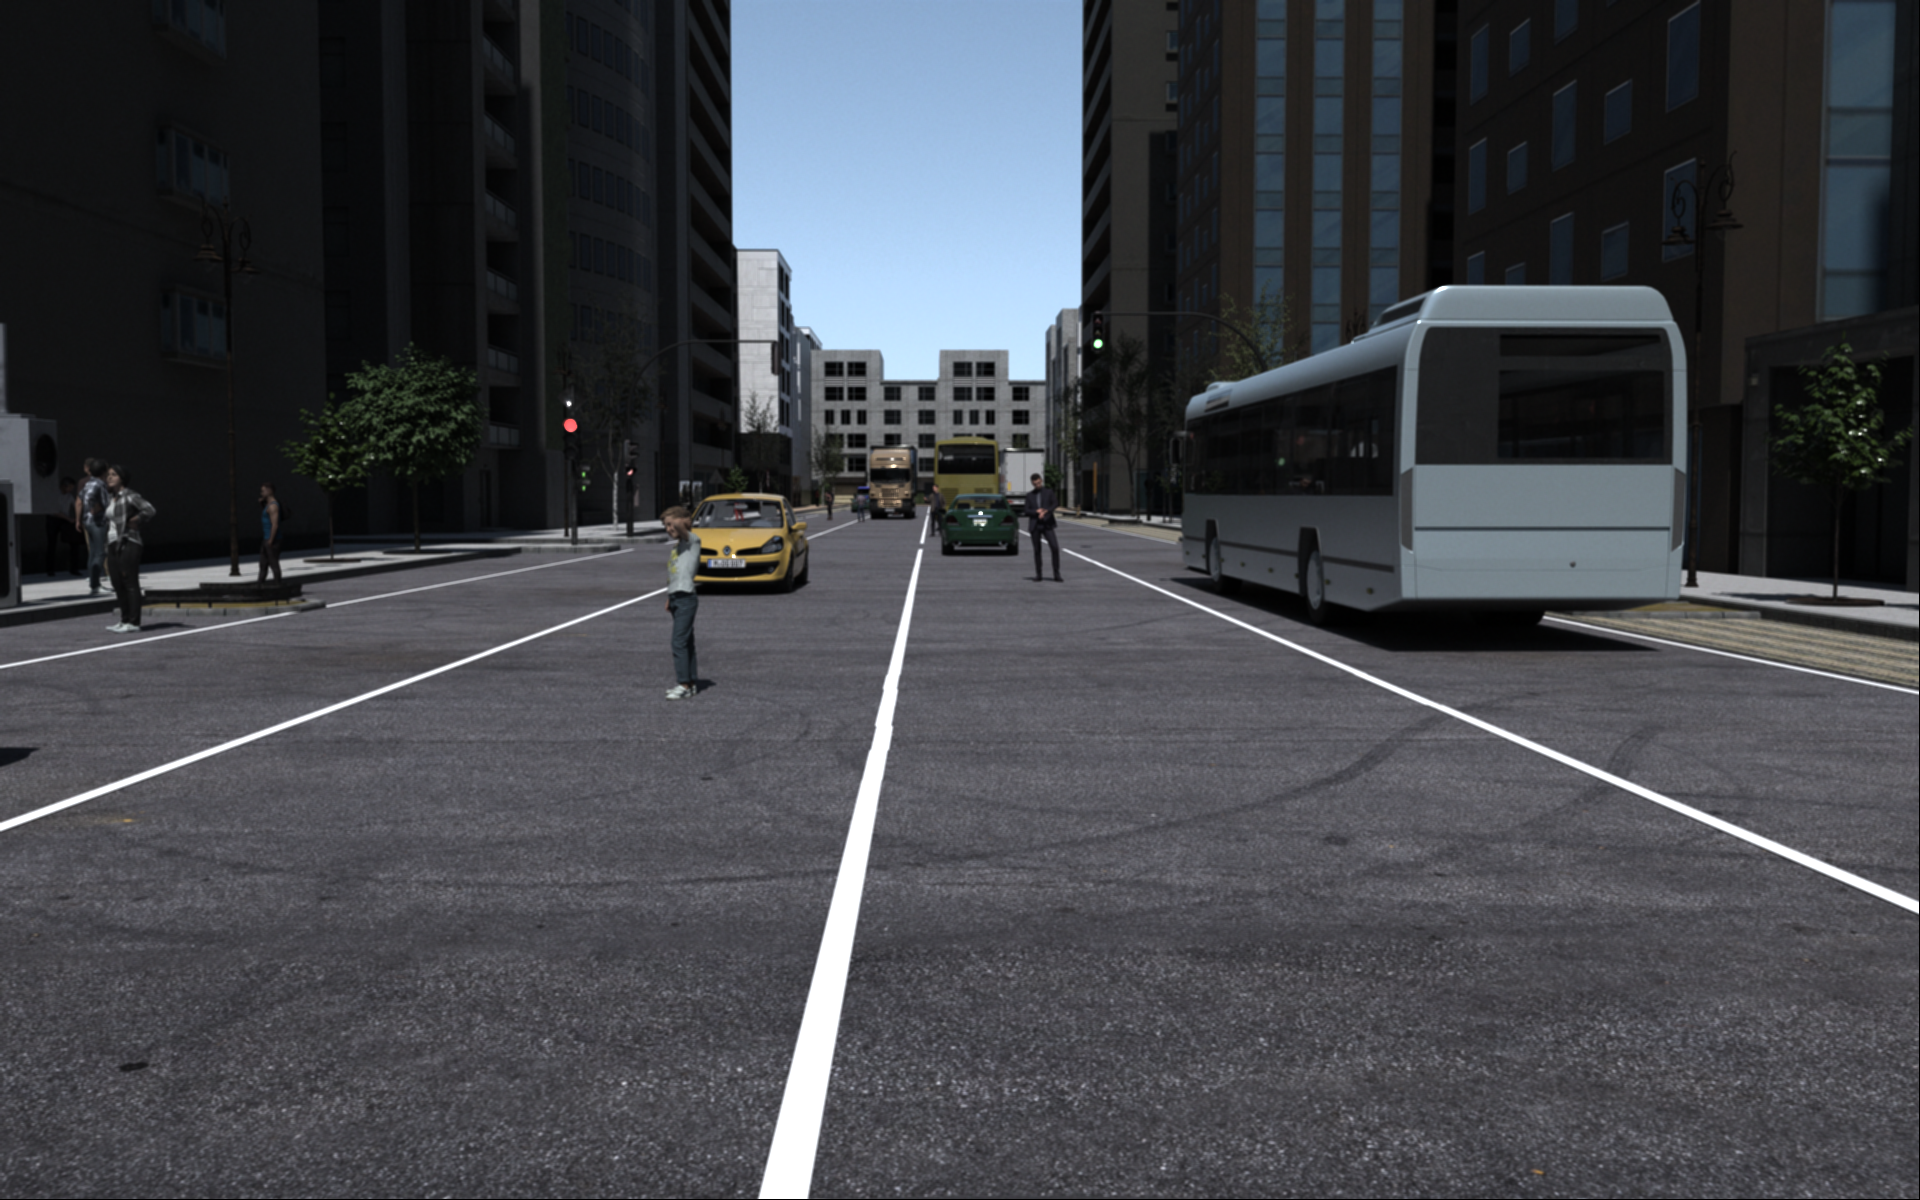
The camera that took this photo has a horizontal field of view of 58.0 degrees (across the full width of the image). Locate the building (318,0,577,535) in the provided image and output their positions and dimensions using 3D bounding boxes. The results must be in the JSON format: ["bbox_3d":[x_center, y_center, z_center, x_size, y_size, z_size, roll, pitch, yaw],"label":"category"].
[{"bbox_3d":[-21.675,-22.934,58.571,14.154,41.232,14.086,0,4,-1],"label":"building"}]

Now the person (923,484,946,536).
[{"bbox_3d":[-0.856,-3.026,58.510,0.617,1.759,0.750,1,4,19],"label":"person"}]

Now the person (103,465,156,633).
[{"bbox_3d":[-8.659,-0.536,17.985,0.376,1.734,0.841,-3,5,-41],"label":"person"}]

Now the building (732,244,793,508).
[{"bbox_3d":[-29.080,-18.258,142.486,27.936,21.610,32.646,0,4,-1],"label":"building"}]

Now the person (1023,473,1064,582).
[{"bbox_3d":[1.362,-1.185,28.318,0.683,1.767,0.568,1,4,10],"label":"person"}]

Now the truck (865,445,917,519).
[{"bbox_3d":[-3.904,-6.910,101.895,2.839,4.237,11.283,0,4,0],"label":"truck"}]

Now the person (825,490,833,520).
[{"bbox_3d":[-7.213,-5.203,95.043,0.593,1.643,0.415,3,5,44],"label":"person"}]

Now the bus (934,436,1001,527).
[{"bbox_3d":[0.337,-4.989,73.122,2.896,3.916,12.252,0,4,1],"label":"bus"}]

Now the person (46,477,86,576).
[{"bbox_3d":[-14.044,-1.159,27.198,0.590,1.554,0.614,1,4,20],"label":"person"}]

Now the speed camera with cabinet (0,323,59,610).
[{"bbox_3d":[-10.900,-1.538,19.481,0.660,3.252,2.038,0,4,-2],"label":"speed camera with cabinet"}]

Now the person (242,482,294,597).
[{"bbox_3d":[-9.612,-0.836,24.038,0.662,1.594,0.647,-3,4,-38],"label":"person"}]

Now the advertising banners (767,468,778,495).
[{"bbox_3d":[-12.570,-7.314,115.768,0.090,3.025,2.074,-2,4,-25],"label":"advertising banners"}]

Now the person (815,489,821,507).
[{"bbox_3d":[-14.407,-10.374,175.594,0.705,1.831,1.348,-2,4,-32],"label":"person"}]

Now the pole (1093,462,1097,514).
[{"bbox_3d":[8.627,-7.143,110.627,0.158,3.312,0.155,0,3,0],"label":"pole"}]

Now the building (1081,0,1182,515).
[{"bbox_3d":[19.676,-30.071,115.366,21.300,48.544,21.600,0,4,-1],"label":"building"}]

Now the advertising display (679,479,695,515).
[{"bbox_3d":[-12.048,-4.335,76.086,0.123,1.923,0.974,-3,5,-39],"label":"advertising display"}]

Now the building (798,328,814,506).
[{"bbox_3d":[-32.956,-19.948,192.612,31.486,18.905,16.747,0,4,-1],"label":"building"}]

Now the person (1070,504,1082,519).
[{"bbox_3d":[6.666,-5.080,99.490,0.695,0.859,0.347,-1,4,-8],"label":"person"}]

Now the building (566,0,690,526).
[{"bbox_3d":[-25.070,-32.850,79.102,21.231,58.520,28.212,0,4,-1],"label":"building"}]

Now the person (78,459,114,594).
[{"bbox_3d":[-11.185,-0.958,22.428,0.376,1.734,0.841,-2,4,-28],"label":"person"}]

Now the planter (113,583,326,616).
[{"bbox_3d":[-8.971,-0.010,21.311,1.991,0.319,1.994,0,4,-1],"label":"planter"}]

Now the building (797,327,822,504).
[{"bbox_3d":[-34.892,-23.352,225.771,32.646,21.610,27.936,0,4,-1],"label":"building"}]

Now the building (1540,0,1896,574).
[{"bbox_3d":[18.717,-23.427,33.148,14.600,45.320,14.200,0,4,-1],"label":"building"}]

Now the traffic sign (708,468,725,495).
[{"bbox_3d":[-12.322,-5.358,87.604,0.884,2.594,0.081,0,3,0],"label":"traffic sign"}]

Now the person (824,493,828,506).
[{"bbox_3d":[-14.479,-11.051,187.430,1.217,1.736,0.721,-3,5,-44],"label":"person"}]

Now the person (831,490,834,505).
[{"bbox_3d":[-14.263,-11.452,194.204,0.530,1.710,0.541,2,4,29],"label":"person"}]

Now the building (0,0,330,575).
[{"bbox_3d":[-25.362,-24.792,29.048,21.600,48.544,21.300,0,4,-1],"label":"building"}]

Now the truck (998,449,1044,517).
[{"bbox_3d":[3.702,-7.544,112.250,2.839,4.237,11.283,0,4,-3],"label":"truck"}]

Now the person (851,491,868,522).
[{"bbox_3d":[-5.053,-4.766,88.379,0.963,1.587,0.435,-2,4,-30],"label":"person"}]

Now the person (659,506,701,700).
[{"bbox_3d":[-1.990,0.010,12.252,0.340,1.345,0.435,-2,4,-29],"label":"person"}]

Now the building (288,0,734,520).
[{"bbox_3d":[-25.691,-29.421,104.740,21.300,48.544,21.600,0,4,-1],"label":"building"}]

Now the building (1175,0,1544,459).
[{"bbox_3d":[18.427,-26.534,83.948,14.600,45.320,14.200,0,4,-1],"label":"building"}]

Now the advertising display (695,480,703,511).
[{"bbox_3d":[-12.469,-4.682,81.765,0.123,1.923,0.974,2,4,27],"label":"advertising display"}]

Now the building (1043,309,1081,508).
[{"bbox_3d":[17.970,-18.800,173.831,16.747,18.905,31.486,0,4,-1],"label":"building"}]

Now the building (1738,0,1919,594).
[{"bbox_3d":[22.653,-35.278,15.047,20.563,71.187,20.611,0,4,-1],"label":"building"}]

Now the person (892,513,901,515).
[{"bbox_3d":[-4.385,-6.154,117.410,0.859,0.850,0.655,-1,4,-16],"label":"person"}]

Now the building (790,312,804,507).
[{"bbox_3d":[-24.110,-19.560,176.224,16.016,20.091,11.380,0,4,-1],"label":"building"}]

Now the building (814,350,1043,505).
[{"bbox_3d":[-2.610,-21.668,220.726,31.486,18.905,16.747,0,4,-1],"label":"building"}]

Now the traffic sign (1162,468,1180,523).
[{"bbox_3d":[9.294,-4.668,76.425,0.768,2.556,0.104,0,4,6],"label":"traffic sign"}]

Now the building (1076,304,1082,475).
[{"bbox_3d":[18.432,-18.103,152.405,16.016,20.091,11.380,0,4,-1],"label":"building"}]

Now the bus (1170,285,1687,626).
[{"bbox_3d":[4.959,-1.655,21.920,2.948,3.499,13.247,0,4,-2],"label":"bus"}]

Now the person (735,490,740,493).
[{"bbox_3d":[-10.035,-4.181,78.568,0.593,1.614,0.444,1,4,9],"label":"person"}]

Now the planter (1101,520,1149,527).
[{"bbox_3d":[7.240,-3.373,76.289,1.991,0.319,1.994,0,4,-1],"label":"planter"}]

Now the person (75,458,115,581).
[{"bbox_3d":[-12.720,-1.183,25.520,0.598,1.807,0.434,-3,4,-39],"label":"person"}]
